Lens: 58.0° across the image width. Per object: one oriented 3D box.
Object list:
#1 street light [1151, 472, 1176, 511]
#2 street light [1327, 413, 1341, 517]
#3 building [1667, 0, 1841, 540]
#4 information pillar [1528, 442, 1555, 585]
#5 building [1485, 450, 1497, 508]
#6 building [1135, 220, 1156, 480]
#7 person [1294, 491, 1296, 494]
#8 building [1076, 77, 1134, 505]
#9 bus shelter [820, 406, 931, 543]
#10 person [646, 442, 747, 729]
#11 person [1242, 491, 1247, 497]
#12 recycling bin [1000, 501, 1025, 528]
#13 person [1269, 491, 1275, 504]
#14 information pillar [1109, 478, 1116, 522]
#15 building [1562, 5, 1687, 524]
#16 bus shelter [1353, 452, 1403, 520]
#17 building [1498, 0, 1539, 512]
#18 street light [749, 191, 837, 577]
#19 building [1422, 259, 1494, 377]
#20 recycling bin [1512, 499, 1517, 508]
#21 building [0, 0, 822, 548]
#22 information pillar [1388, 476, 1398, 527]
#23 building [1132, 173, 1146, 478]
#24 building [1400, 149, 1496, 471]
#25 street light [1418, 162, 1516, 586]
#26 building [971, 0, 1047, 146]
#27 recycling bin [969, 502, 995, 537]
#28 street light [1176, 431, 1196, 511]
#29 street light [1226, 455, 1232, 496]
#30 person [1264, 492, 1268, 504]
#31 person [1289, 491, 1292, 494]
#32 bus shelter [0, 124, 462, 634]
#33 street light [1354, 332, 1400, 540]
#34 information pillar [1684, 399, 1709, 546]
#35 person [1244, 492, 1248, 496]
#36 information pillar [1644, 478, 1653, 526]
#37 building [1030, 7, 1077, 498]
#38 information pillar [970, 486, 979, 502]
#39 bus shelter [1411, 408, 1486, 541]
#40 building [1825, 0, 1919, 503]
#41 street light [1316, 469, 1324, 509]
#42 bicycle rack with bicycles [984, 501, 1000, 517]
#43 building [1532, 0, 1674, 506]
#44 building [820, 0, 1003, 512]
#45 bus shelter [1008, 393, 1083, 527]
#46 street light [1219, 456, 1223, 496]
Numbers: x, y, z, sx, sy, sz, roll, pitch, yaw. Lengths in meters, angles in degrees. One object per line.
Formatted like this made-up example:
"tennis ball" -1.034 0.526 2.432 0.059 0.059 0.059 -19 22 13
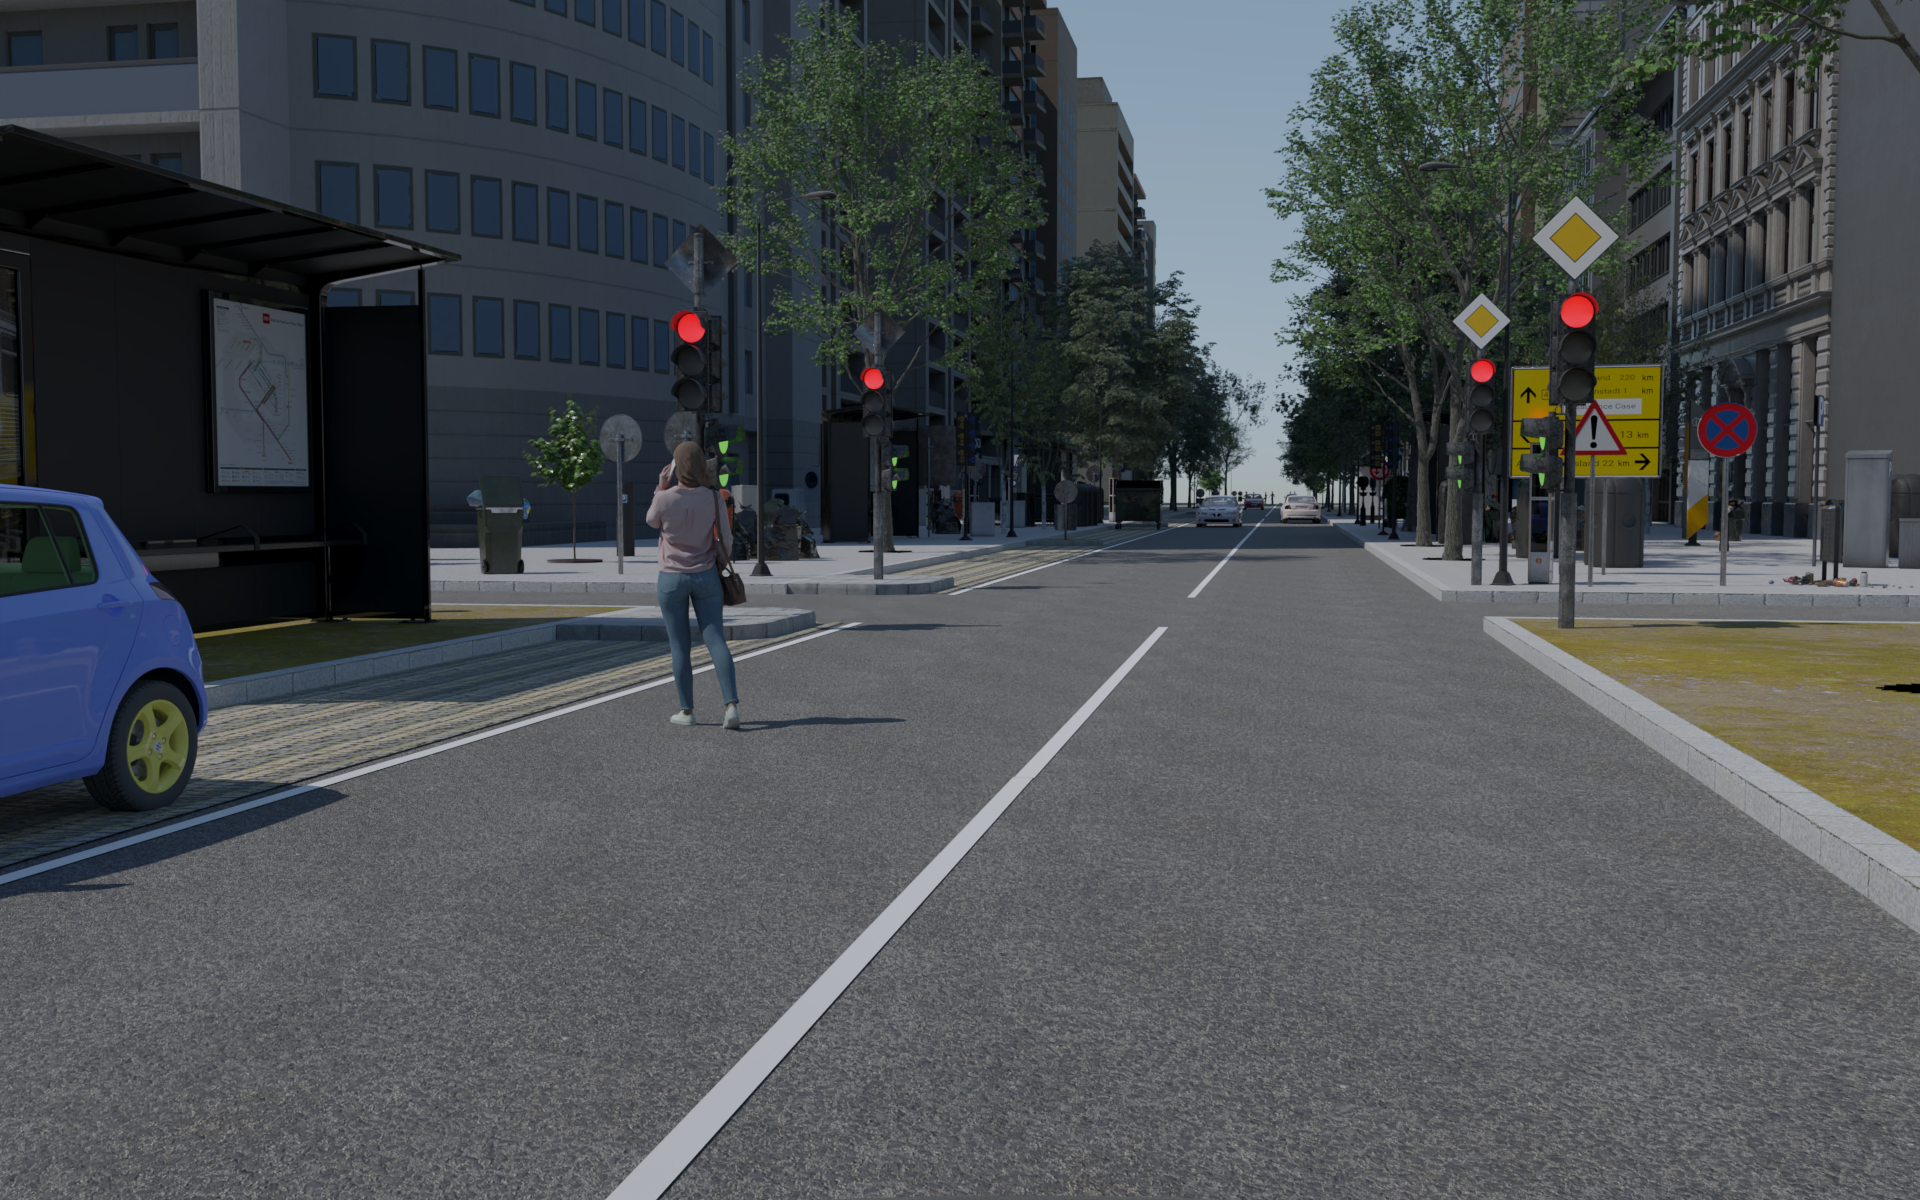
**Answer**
"street light" 11.920 -7.979 102.998 1.470 5.913 1.316 1 4 11
"street light" 16.372 -6.178 73.557 1.470 5.913 1.316 1 4 11
"building" 30.343 -13.869 55.643 11.050 23.489 19.941 1 4 11
"information pillar" 8.273 -1.232 24.637 0.304 2.012 0.304 2 4 29
"building" 53.200 -50.651 140.821 22.319 86.520 31.000 1 4 11
"building" 20.973 -34.819 252.887 14.154 41.232 14.086 1 4 11
"person" 46.078 -14.060 238.519 1.348 1.807 0.705 0 4 -4
"building" 9.083 -35.672 206.934 21.300 48.544 21.600 1 4 11
"bus shelter" -2.263 -3.472 48.049 1.731 3.624 6.357 1 4 11
"person" -1.587 -0.093 10.616 0.593 1.750 0.643 -1 4 -20
"person" 34.120 -12.125 207.270 0.750 1.759 0.617 0 4 4
"recycling bin" 2.006 -3.267 65.968 0.722 1.027 0.722 -2 4 -28
"person" 43.370 -14.192 240.620 0.705 1.814 1.350 -2 4 -29
"information pillar" 6.953 -4.518 78.355 0.304 2.012 0.304 -2 4 -33
"building" 37.303 -15.956 79.940 14.314 24.678 30.058 1 4 11
"bus shelter" 19.635 -5.365 81.638 2.014 3.302 5.546 1 4 11
"building" 45.247 -28.756 120.274 14.600 45.320 14.200 1 4 11
"street light" -2.578 -3.319 26.802 1.470 5.913 1.316 1 4 11
"building" 60.601 -26.287 201.491 14.160 30.474 14.107 1 4 11
"recycling bin" 26.353 -4.191 81.084 0.722 1.027 0.722 -1 4 -15
"building" -18.145 -31.229 52.597 21.231 58.520 28.212 1 4 11
"information pillar" 17.100 -3.911 68.434 0.304 2.012 0.304 3 5 43
"building" 13.214 -35.339 232.424 22.147 44.769 28.867 1 4 11
"building" 67.278 -34.697 221.913 22.147 44.769 28.867 1 4 11
"street light" 7.114 -3.167 24.319 1.470 5.913 1.316 1 4 11
"building" -5.110 -29.619 138.901 22.147 44.769 28.867 1 4 11
"recycling bin" 0.667 -2.450 52.616 0.722 1.027 0.722 0 4 -4
"street light" 16.473 -9.481 127.560 1.470 5.913 1.316 1 4 11
"street light" 31.647 -14.369 207.475 1.470 5.913 1.316 1 4 11
"person" 43.942 -14.623 248.120 0.750 1.759 0.617 3 5 45
"person" 44.188 -13.643 231.641 1.350 1.814 0.705 0 4 6
"bus shelter" -6.300 -1.405 14.254 1.731 3.624 6.357 1 4 11
"street light" 11.714 -4.665 48.818 1.470 5.913 1.316 1 4 11
"information pillar" 18.231 -3.146 42.800 0.504 3.616 0.183 0 4 3
"person" 39.669 -14.058 239.163 1.217 1.723 0.721 -2 4 -24
"information pillar" 27.602 -3.973 69.447 0.304 2.012 0.304 1 4 19
"building" 2.991 -31.139 159.233 14.600 45.320 14.200 1 4 11
"information pillar" 0.547 -3.948 69.039 0.304 2.012 0.304 3 4 36
"bus shelter" 14.111 -3.606 50.239 1.731 3.624 6.357 1 4 11
"building" 33.857 -14.900 37.117 24.014 27.812 14.314 1 4 11
"street light" 21.501 -7.827 100.506 1.470 5.913 1.316 1 4 11
"bicycle rack with bicycles" 2.117 -4.796 91.789 2.852 0.926 2.925 -1 4 -20
"building" 42.525 -25.869 106.546 14.154 41.232 14.086 1 4 11
"building" -7.979 -41.300 113.507 20.563 71.187 20.611 1 4 11
"bus shelter" 3.470 -5.728 71.284 2.179 5.291 8.768 1 4 10
"street light" 26.969 -12.892 183.331 1.470 5.913 1.316 1 4 11
